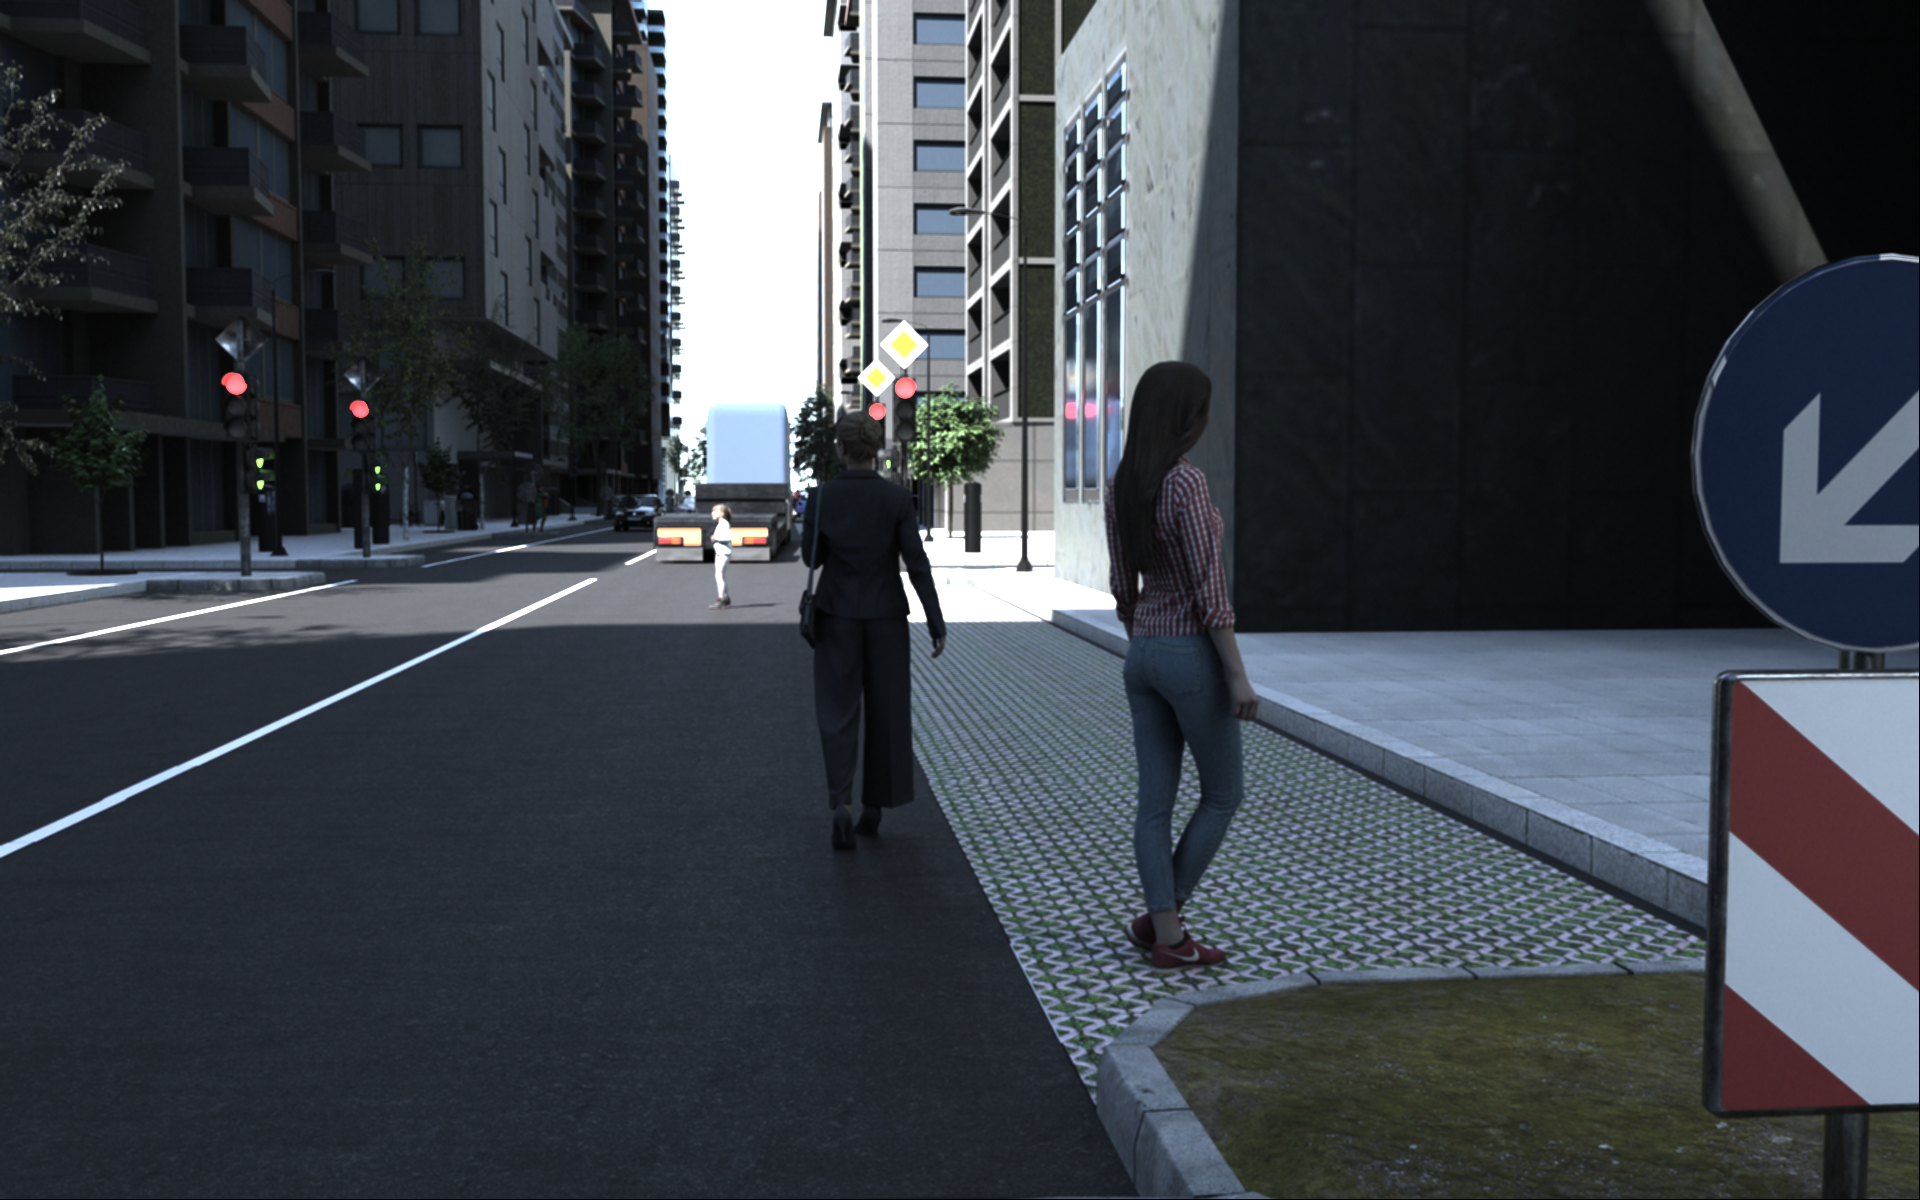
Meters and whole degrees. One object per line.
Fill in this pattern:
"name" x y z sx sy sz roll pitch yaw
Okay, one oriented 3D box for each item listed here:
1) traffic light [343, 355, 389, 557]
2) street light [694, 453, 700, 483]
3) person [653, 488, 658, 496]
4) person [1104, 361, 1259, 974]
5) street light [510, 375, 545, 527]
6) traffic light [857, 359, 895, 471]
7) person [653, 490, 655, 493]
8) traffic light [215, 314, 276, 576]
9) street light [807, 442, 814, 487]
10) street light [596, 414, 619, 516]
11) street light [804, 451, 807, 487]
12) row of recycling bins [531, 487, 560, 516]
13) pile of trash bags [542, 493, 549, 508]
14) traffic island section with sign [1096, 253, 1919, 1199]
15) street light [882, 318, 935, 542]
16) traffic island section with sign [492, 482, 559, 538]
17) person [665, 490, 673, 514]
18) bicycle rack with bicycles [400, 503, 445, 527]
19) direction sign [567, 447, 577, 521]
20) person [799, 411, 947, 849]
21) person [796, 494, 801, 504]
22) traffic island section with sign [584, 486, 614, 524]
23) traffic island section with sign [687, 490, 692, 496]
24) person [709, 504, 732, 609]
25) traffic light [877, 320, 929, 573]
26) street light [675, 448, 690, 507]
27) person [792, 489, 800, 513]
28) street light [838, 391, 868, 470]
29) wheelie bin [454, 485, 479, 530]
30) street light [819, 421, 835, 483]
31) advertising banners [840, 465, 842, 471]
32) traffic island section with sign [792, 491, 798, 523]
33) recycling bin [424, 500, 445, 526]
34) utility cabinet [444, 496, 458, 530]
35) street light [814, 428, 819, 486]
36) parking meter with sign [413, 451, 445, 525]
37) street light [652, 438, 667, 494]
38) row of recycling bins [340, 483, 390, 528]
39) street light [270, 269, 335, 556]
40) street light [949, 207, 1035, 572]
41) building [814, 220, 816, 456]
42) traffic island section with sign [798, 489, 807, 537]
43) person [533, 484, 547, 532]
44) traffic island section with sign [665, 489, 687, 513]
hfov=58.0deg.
"traffic light" -12.010 -2.818 34.990 0.839 4.253 0.868 0 4 -6
"street light" -30.098 -13.518 193.566 1.470 5.913 1.316 0 4 -6
"person" -18.419 -5.764 102.960 1.509 1.804 0.699 -3 5 -40
"person" 0.669 0.204 5.168 0.388 1.821 0.555 -3 5 -41
"street light" -16.889 -5.817 67.646 1.470 5.913 1.316 0 4 -6
"traffic light" -1.756 -2.884 36.075 0.839 4.253 0.868 0 4 -6
"person" -22.060 -7.130 125.795 0.721 1.735 1.217 0 4 3
"traffic light" -11.179 -2.332 27.048 0.839 4.253 0.868 0 4 -6
"street light" -12.664 -11.122 154.383 1.470 5.913 1.316 0 4 -6
"street light" -20.347 -7.788 99.883 1.470 5.913 1.316 0 4 -6
"street light" -16.005 -13.089 186.542 1.470 5.913 1.316 0 4 -6
"row of recycling bins" -24.880 -5.933 104.118 1.069 1.692 3.534 0 4 5
"pile of trash bags" -25.557 -5.560 100.665 3.447 1.369 1.912 0 4 7
"traffic island section with sign" 1.349 0.305 3.645 1.989 1.847 2.006 0 4 -6
"street light" -1.370 -4.485 45.876 1.470 5.913 1.316 0 4 -6
"traffic island section with sign" -14.410 -2.995 57.591 1.989 1.847 2.006 0 4 -6
"person" -17.868 -5.935 106.548 0.522 1.701 0.512 0 4 7
"bicycle rack with bicycles" -20.673 -3.335 67.906 2.852 0.926 2.925 0 4 -6
"direction sign" -19.245 -5.758 86.141 0.379 3.537 0.876 1 4 13
"person" -0.377 0.110 7.125 0.576 1.772 0.534 -1 4 -21
"person" -11.349 -6.814 123.162 0.557 1.426 1.065 1 4 18
"traffic island section with sign" -17.212 -4.634 84.400 1.989 1.847 2.006 0 4 -6
"traffic island section with sign" -25.279 -9.347 161.449 1.989 1.847 2.006 0 4 -6
"person" -3.008 -0.549 21.761 0.394 1.301 0.425 -3 5 -41
"traffic light" -0.925 -2.398 28.133 0.839 4.253 0.868 0 4 -6
"street light" -28.181 -12.387 175.073 1.470 5.913 1.316 0 4 -6
"person" -12.369 -7.558 132.030 1.348 1.831 0.705 1 4 14
"street light" -4.714 -6.472 78.351 1.470 5.913 1.316 0 4 -6
"wheelie bin" -17.487 -3.271 61.396 0.693 1.594 0.980 -3 5 -44
"street light" -8.031 -8.414 110.109 1.470 5.913 1.316 0 4 -6
"advertising banners" -6.949 -6.551 103.302 0.090 3.025 2.074 1 4 9
"traffic island section with sign" -7.205 -4.701 85.484 1.989 1.847 2.006 0 4 -6
"recycling bin" -21.203 -3.512 69.972 0.722 1.027 0.722 0 4 0
"utility cabinet" -18.228 -3.161 62.838 0.306 1.237 1.020 2 4 28
"street light" -9.421 -9.179 122.617 1.470 5.913 1.316 0 4 -6
"parking meter with sign" -21.428 -4.566 70.914 1.738 3.016 0.543 -1 4 -13
"street light" -24.895 -10.445 143.311 1.470 5.913 1.316 0 4 -6
"row of recycling bins" -23.294 -3.703 67.662 1.069 1.692 3.534 0 4 4
"street light" -13.613 -3.874 35.883 1.470 5.913 1.316 0 4 -6
"street light" 0.523 -3.409 28.271 1.470 5.913 1.316 0 4 -6
"building" -13.443 -36.632 249.051 14.600 45.320 14.200 0 4 -6
"traffic island section with sign" -4.370 -3.041 58.349 1.989 1.847 2.006 0 4 -6
"person" -15.049 -3.251 61.900 0.529 1.795 0.600 -1 4 -21
"traffic island section with sign" -22.465 -7.707 134.640 1.989 1.847 2.006 0 4 -6
